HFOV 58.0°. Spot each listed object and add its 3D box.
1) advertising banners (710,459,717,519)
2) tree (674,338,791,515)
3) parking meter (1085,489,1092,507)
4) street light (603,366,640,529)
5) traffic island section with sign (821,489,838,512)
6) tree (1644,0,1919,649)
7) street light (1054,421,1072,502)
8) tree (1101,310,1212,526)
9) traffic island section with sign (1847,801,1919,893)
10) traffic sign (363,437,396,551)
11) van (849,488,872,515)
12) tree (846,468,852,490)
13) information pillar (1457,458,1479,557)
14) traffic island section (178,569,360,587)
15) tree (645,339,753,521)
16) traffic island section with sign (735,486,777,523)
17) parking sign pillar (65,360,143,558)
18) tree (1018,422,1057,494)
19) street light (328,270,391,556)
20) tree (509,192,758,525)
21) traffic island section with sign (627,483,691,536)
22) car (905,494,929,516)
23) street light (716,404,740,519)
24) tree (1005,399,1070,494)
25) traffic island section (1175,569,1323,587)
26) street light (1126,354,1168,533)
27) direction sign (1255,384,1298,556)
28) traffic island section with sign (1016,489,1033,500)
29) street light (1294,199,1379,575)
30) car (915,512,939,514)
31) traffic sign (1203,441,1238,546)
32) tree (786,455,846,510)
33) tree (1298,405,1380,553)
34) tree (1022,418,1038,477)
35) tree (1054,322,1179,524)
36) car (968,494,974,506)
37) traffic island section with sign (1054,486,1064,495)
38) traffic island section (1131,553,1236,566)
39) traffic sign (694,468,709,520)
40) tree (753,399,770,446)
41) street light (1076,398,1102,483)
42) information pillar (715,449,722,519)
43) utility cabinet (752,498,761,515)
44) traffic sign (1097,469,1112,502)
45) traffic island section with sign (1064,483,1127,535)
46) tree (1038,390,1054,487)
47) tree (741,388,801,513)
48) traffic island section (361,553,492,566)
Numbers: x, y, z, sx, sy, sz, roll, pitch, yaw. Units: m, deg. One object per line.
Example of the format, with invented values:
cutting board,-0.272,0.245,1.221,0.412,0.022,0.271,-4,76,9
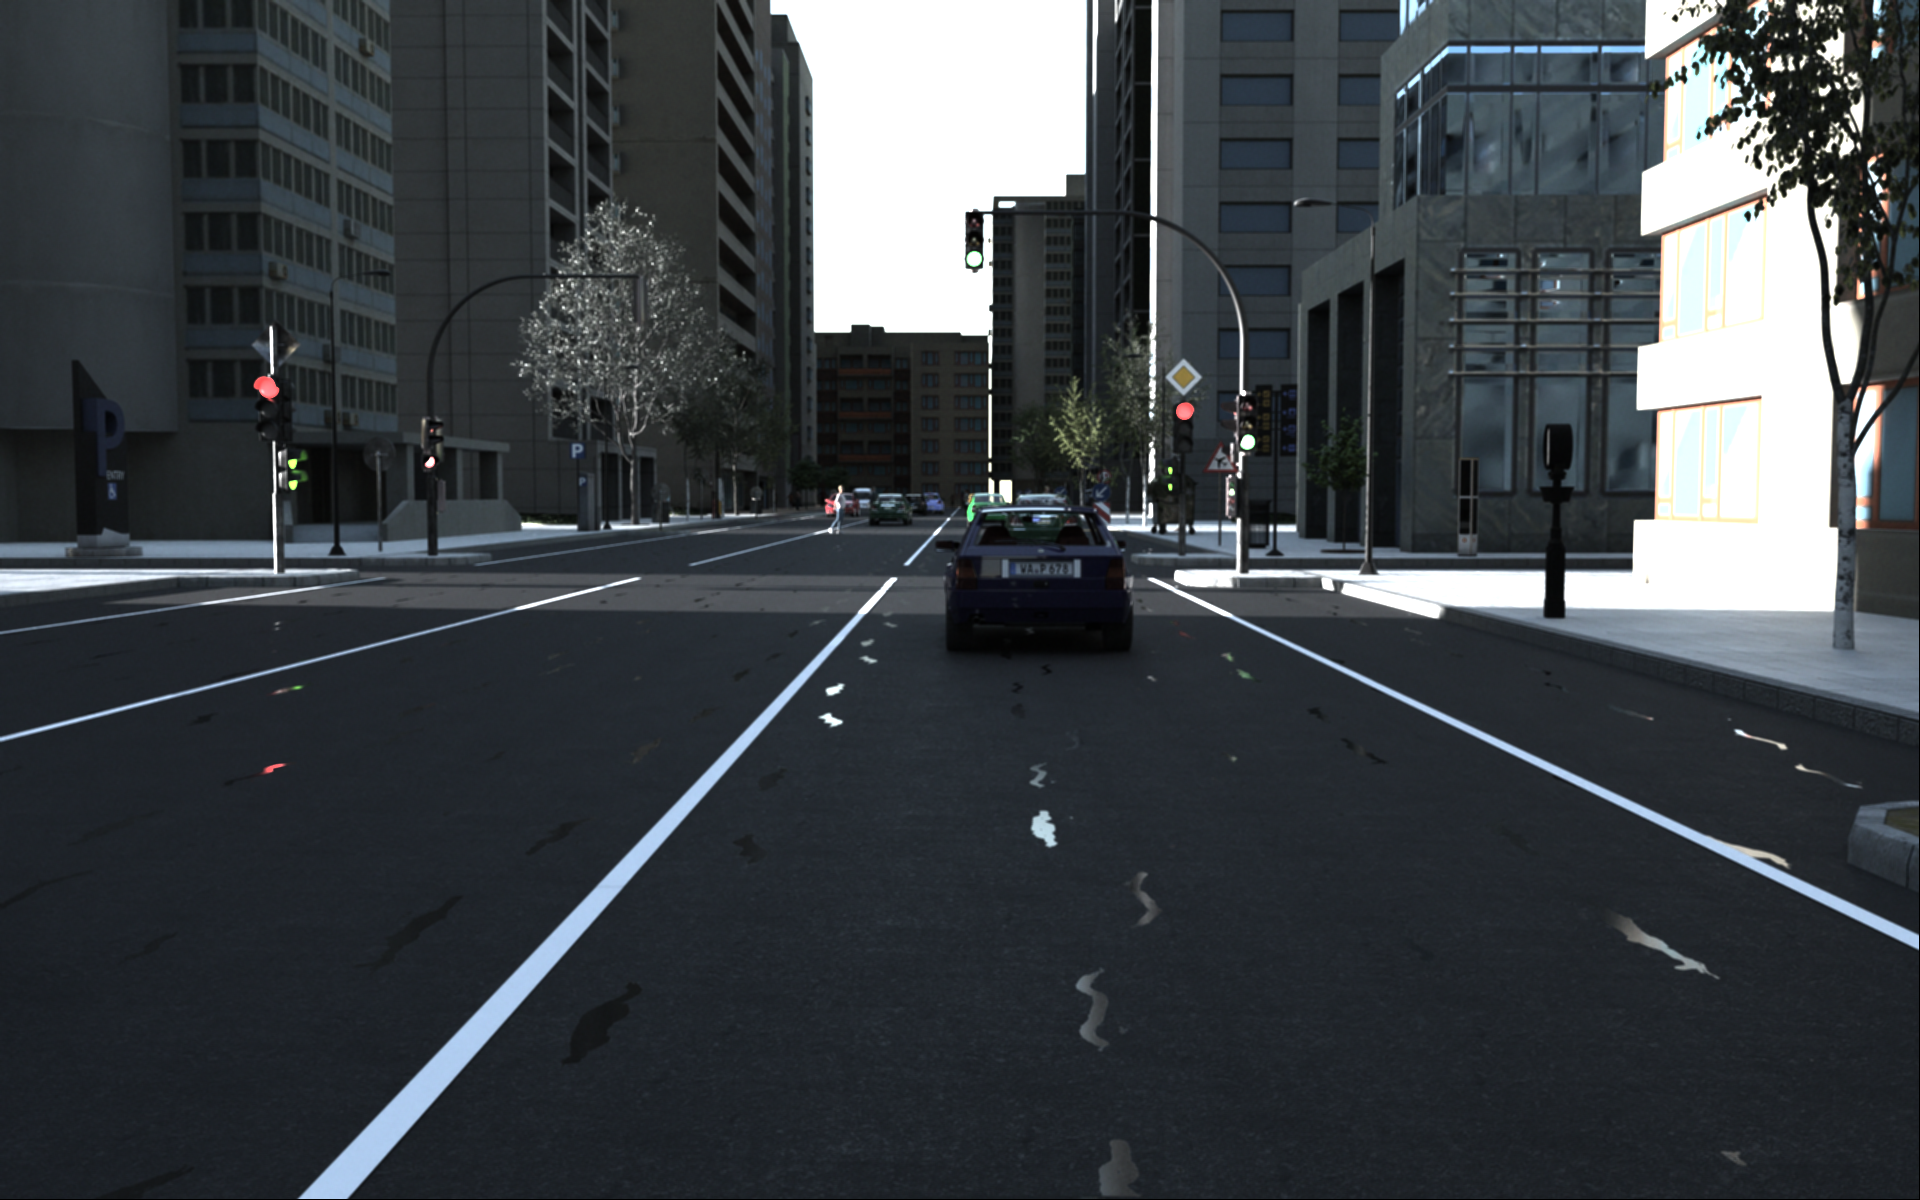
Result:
advertising banners,-12.509,-5.599,87.735,0.090,3.025,2.074,0,4,0
tree,-13.792,-10.390,104.282,7.601,10.594,8.767,-2,4,-27
parking meter,6.832,-5.128,92.247,0.372,1.533,0.369,0,3,0
street light,-12.270,-5.515,62.714,1.470,5.913,1.316,0,4,0
traffic island section with sign,-9.987,-7.904,137.863,1.989,1.847,2.006,0,4,0
tree,7.321,-3.885,13.882,4.360,8.622,3.978,0,3,0
street light,6.555,-8.458,110.826,1.470,5.913,1.316,0,4,0
tree,7.578,-7.253,68.949,4.360,8.622,3.978,0,3,0
traffic island section with sign,4.440,0.145,6.251,1.989,1.847,2.006,0,4,0
traffic sign,-12.967,-2.359,38.673,0.768,2.556,0.104,0,4,8
van,-6.760,-6.889,119.640,2.013,2.044,4.112,0,4,-1
tree,-12.875,-12.125,181.964,4.285,4.588,4.351,0,3,0
information pillar,10.435,-1.900,35.559,0.304,2.012,0.304,3,5,42
traffic island section,-11.061,-0.357,28.123,2.009,0.180,2.903,0,4,0
tree,-12.499,-7.979,80.814,4.360,8.622,3.978,0,3,0
traffic island section with sign,-10.326,-4.846,87.867,1.989,1.847,2.006,0,4,0
parking sign pillar,-17.633,-2.881,35.572,1.447,3.967,1.447,0,4,2
tree,7.904,-13.659,173.682,4.360,8.622,3.978,0,3,0
street light,-12.480,-3.882,36.016,1.470,5.913,1.316,0,4,0
tree,-13.652,-9.859,71.565,12.009,13.543,11.850,0,3,0
traffic island section with sign,-10.521,-3.185,60.709,1.989,1.847,2.006,0,4,0
car,-3.059,-6.451,115.267,2.009,1.686,4.222,0,4,0
street light,-12.009,-7.144,89.341,1.470,5.913,1.316,0,4,0
tree,8.700,-16.084,188.733,9.928,11.665,9.643,0,3,0
traffic island section,4.580,-0.351,28.012,2.009,0.180,2.903,0,4,0
street light,6.217,-5.201,57.570,1.470,5.913,1.316,0,4,0
direction sign,6.540,-2.684,35.878,0.876,3.537,0.379,2,4,23
traffic island section with sign,5.340,-7.933,138.335,1.989,1.847,2.006,0,4,0
street light,5.957,-3.355,27.391,1.470,5.913,1.316,0,4,0
car,-2.451,-7.052,127.885,1.945,1.354,3.894,0,4,1
traffic sign,6.433,-2.619,42.816,0.884,2.594,0.081,0,4,1
tree,-12.536,-9.694,142.208,4.285,4.588,4.351,0,3,0
tree,8.459,-2.656,38.027,1.663,3.219,1.824,0,3,0
tree,7.119,-10.293,118.646,4.737,8.622,4.395,0,3,0
tree,7.452,-7.649,75.421,4.737,8.622,4.395,0,3,0
car,1.681,-10.793,186.685,2.015,1.641,3.980,0,4,1
traffic island section with sign,4.998,-4.880,88.415,1.989,1.847,2.006,0,4,0
traffic island section,4.634,-0.839,35.997,2.009,0.180,2.903,0,4,0
traffic sign,-12.793,-5.233,85.661,0.768,2.556,0.104,0,4,1
tree,-12.903,-8.864,95.284,4.360,8.622,3.978,0,3,0
street light,6.345,-6.829,84.198,1.470,5.913,1.316,0,4,0
information pillar,-12.695,-6.093,90.974,0.183,3.616,0.504,-2,4,-34
utility cabinet,-12.576,-6.009,106.928,0.318,1.500,1.173,-1,4,-19
traffic sign,7.396,-5.420,88.726,0.768,2.556,0.104,1,4,10
traffic island section with sign,4.805,-3.198,60.918,1.989,1.847,2.006,0,4,0
tree,7.469,-9.531,106.188,4.737,8.622,4.395,0,3,0
tree,-13.045,-10.306,118.868,4.737,8.622,4.395,0,3,0
traffic island section,-11.007,-0.846,36.108,2.009,0.180,2.903,0,4,0
